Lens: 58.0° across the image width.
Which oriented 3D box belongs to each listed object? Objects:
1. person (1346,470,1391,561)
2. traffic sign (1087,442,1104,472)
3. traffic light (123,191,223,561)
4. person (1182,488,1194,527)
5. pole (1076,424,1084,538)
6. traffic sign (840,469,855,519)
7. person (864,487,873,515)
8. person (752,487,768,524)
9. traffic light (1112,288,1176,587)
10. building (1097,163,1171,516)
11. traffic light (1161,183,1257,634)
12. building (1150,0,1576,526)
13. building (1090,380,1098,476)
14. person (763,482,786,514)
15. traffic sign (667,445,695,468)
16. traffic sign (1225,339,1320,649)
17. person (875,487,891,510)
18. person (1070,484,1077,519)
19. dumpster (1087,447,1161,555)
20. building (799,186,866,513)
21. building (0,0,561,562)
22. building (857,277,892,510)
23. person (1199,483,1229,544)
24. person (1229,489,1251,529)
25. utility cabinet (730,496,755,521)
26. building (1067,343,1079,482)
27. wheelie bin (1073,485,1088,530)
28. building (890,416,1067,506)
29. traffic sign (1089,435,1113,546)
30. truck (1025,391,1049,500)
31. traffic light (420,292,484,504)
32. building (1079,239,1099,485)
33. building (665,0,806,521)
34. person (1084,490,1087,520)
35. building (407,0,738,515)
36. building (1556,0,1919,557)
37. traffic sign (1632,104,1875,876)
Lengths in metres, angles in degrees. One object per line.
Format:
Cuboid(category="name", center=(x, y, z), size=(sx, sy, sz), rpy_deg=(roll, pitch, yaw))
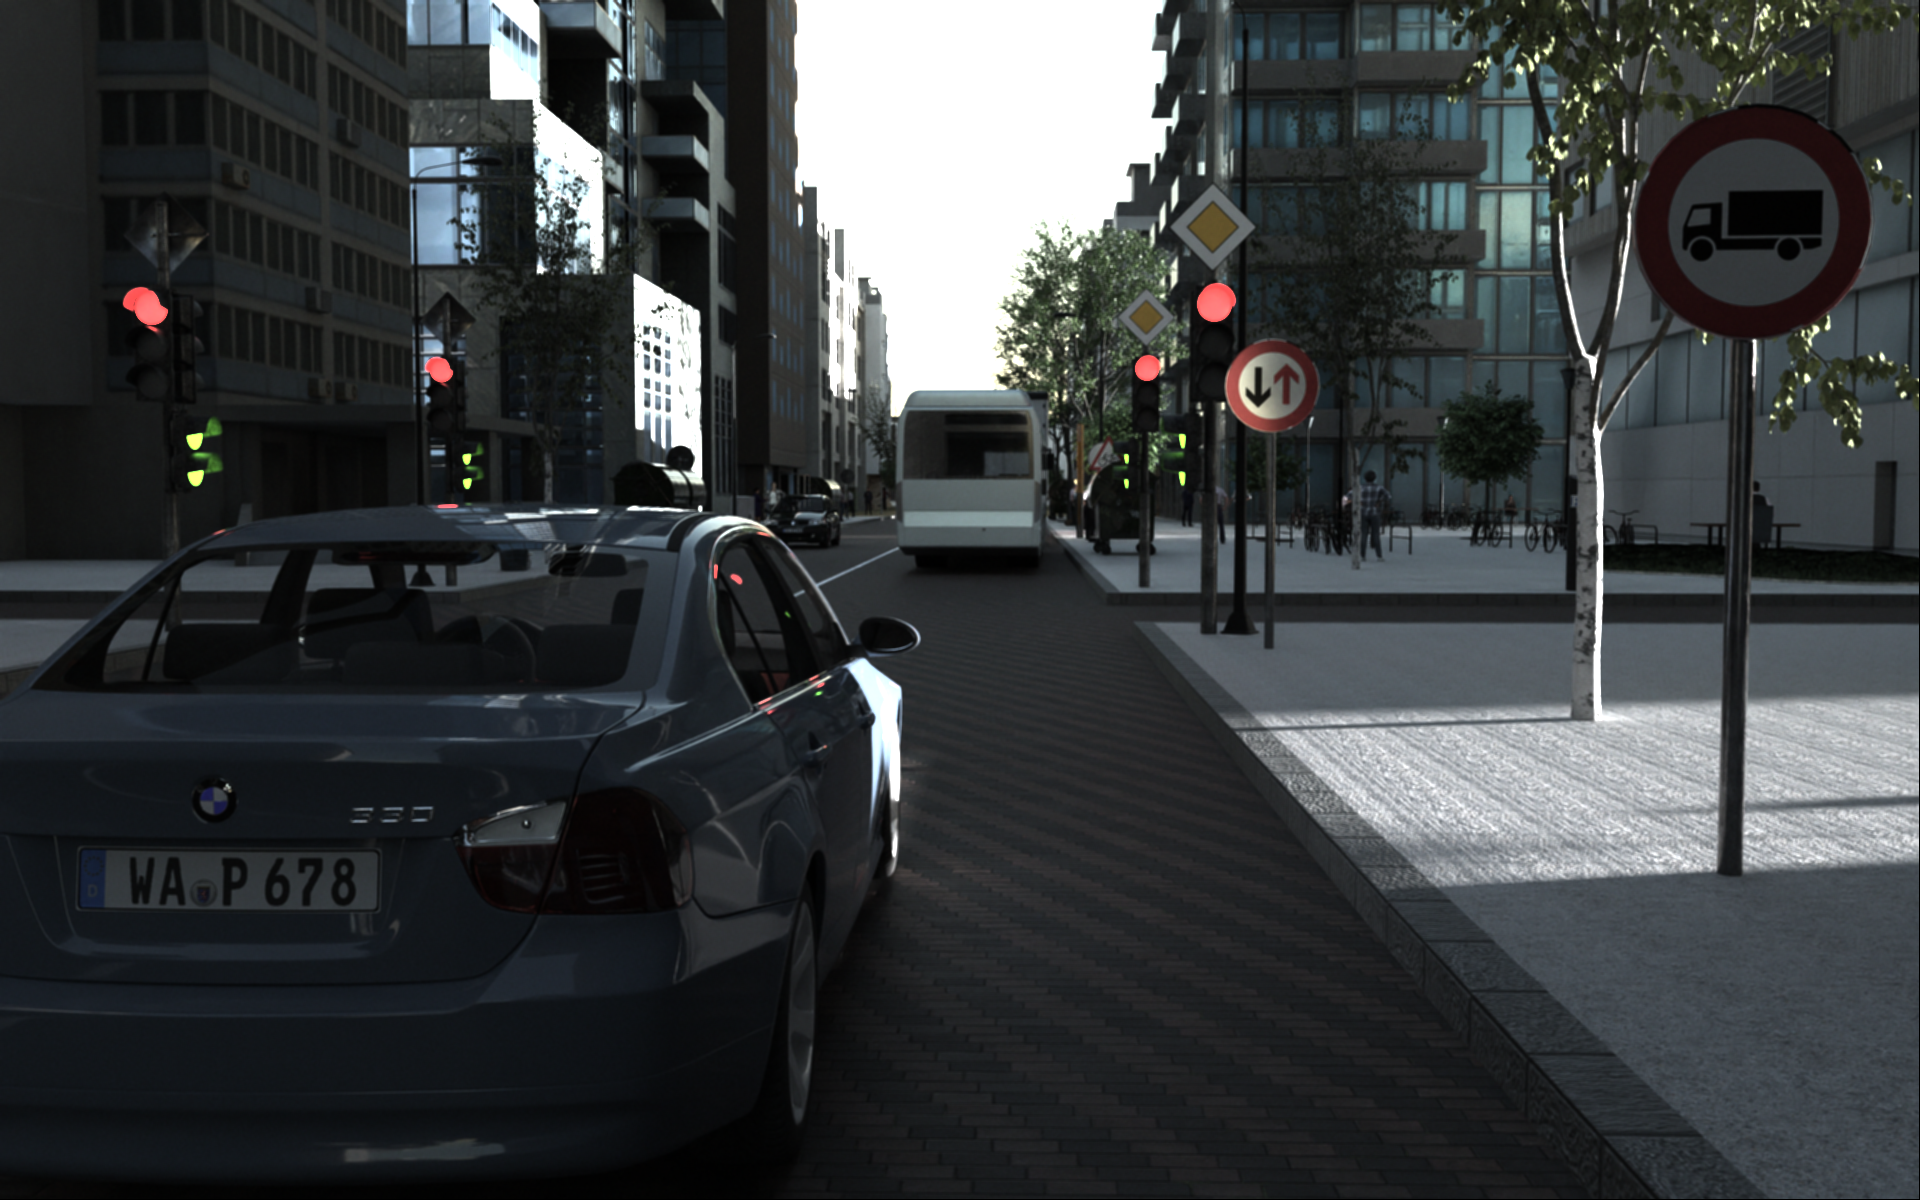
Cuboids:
Cuboid(category="person", center=(7.848, -1.616, 33.191), size=(0.841, 1.734, 0.376), rpy_deg=(2, 4, 23))
Cuboid(category="traffic sign", center=(3.518, -2.603, 42.672), size=(0.768, 2.556, 0.104), rpy_deg=(0, 4, 5))
Cuboid(category="traffic light", center=(-7.349, -1.663, 16.104), size=(0.839, 4.253, 0.868), rpy_deg=(0, 4, 2))
Cuboid(category="person", center=(9.056, -3.774, 68.454), size=(0.576, 1.737, 0.504), rpy_deg=(2, 4, 34))
Cuboid(category="pole", center=(3.506, -3.466, 50.512), size=(0.158, 3.312, 0.155), rpy_deg=(0, 3, 0))
Cuboid(category="traffic sign", center=(-5.687, -5.346, 87.510), size=(0.768, 2.556, 0.104), rpy_deg=(1, 4, 11))
Cuboid(category="person", center=(-5.662, -6.105, 106.773), size=(0.541, 1.710, 0.530), rpy_deg=(0, 4, -2))
Cuboid(category="person", center=(-7.499, -3.441, 64.679), size=(0.453, 1.535, 0.546), rpy_deg=(2, 4, 29))
Cuboid(category="traffic light", center=(2.526, -2.133, 23.790), size=(0.839, 4.253, 0.868), rpy_deg=(0, 4, 2))
Cuboid(category="building", center=(16.428, -15.182, 104.641), size=(16.016, 20.091, 11.380), rpy_deg=(0, 4, 2))
Cuboid(category="traffic light", center=(2.268, -1.645, 15.809), size=(0.839, 4.253, 0.868), rpy_deg=(0, 4, 2))
Cuboid(category="building", center=(20.849, -28.312, 82.506), size=(23.786, 49.044, 30.456), rpy_deg=(0, 4, 2))
Cuboid(category="building", center=(14.510, -11.167, 124.720), size=(9.099, 9.664, 28.070), rpy_deg=(0, 4, 2))
Cuboid(category="person", center=(-6.729, -3.420, 62.682), size=(0.841, 1.734, 0.376), rpy_deg=(1, 4, 10))
Cuboid(category="traffic sign", center=(-7.227, -2.731, 44.762), size=(0.768, 2.556, 0.104), rpy_deg=(1, 4, 11))
Cuboid(category="traffic sign", center=(2.567, -0.869, 14.307), size=(0.768, 2.556, 0.104), rpy_deg=(0, 4, 7))
Cuboid(category="person", center=(-6.008, -7.965, 136.240), size=(1.348, 1.831, 0.705), rpy_deg=(-2, 4, -24))
Cuboid(category="person", center=(4.827, -4.039, 73.017), size=(0.436, 1.711, 0.756), rpy_deg=(0, 4, 6))
Cuboid(category="dumpster", center=(3.498, -2.111, 37.011), size=(1.502, 2.255, 1.985), rpy_deg=(0, 4, 2))
Cuboid(category="building", center=(-16.003, -15.248, 115.766), size=(16.747, 18.905, 31.486), rpy_deg=(0, 4, 2))
Cuboid(category="building", center=(-26.487, -21.187, 38.287), size=(32.217, 40.220, 23.993), rpy_deg=(0, 4, 2))
Cuboid(category="building", center=(-14.273, -17.893, 148.962), size=(16.016, 20.091, 11.380), rpy_deg=(0, 4, 2))
Cuboid(category="person", center=(6.567, -2.310, 44.750), size=(0.756, 1.711, 0.436), rpy_deg=(1, 4, 9))
Cuboid(category="person", center=(10.176, -3.480, 63.094), size=(0.875, 1.805, 0.789), rpy_deg=(2, 4, 30))
Cuboid(category="utility cabinet", center=(-6.758, -2.614, 53.903), size=(0.306, 1.237, 1.020), rpy_deg=(2, 4, 25))
Cuboid(category="building", center=(17.754, -20.555, 192.494), size=(11.380, 20.091, 16.016), rpy_deg=(0, 4, 2))
Cuboid(category="wheelie bin", center=(4.480, -3.329, 62.331), size=(0.980, 1.594, 0.693), rpy_deg=(-3, 5, -42))
Cuboid(category="building", center=(-2.141, -15.229, 191.136), size=(28.070, 9.664, 9.099), rpy_deg=(0, 4, 2))
Cuboid(category="traffic sign", center=(3.299, -2.351, 38.437), size=(0.884, 2.594, 0.081), rpy_deg=(0, 4, 7))
Cuboid(category="truck", center=(1.229, -3.912, 52.869), size=(2.839, 4.237, 11.283), rpy_deg=(0, 4, 0))
Cuboid(category="traffic light", center=(-7.091, -2.151, 24.084), size=(0.839, 4.253, 0.868), rpy_deg=(0, 4, 2))
Cuboid(category="building", center=(24.514, -19.004, 154.686), size=(27.936, 21.610, 32.646), rpy_deg=(0, 4, 2))
Cuboid(category="building", center=(-15.655, -26.778, 87.930), size=(14.600, 45.320, 14.200), rpy_deg=(0, 4, 2))
Cuboid(category="person", center=(3.903, -2.698, 52.373), size=(0.614, 1.554, 0.590), rpy_deg=(-3, 5, -39))
Cuboid(category="building", center=(-20.165, -45.968, 64.249), size=(22.319, 86.520, 31.000), rpy_deg=(0, 4, 2))
Cuboid(category="building", center=(30.943, -27.504, 38.921), size=(27.495, 52.752, 28.713), rpy_deg=(0, 4, 2))
Cuboid(category="traffic sign", center=(2.601, -0.347, 5.774), size=(0.768, 2.556, 0.104), rpy_deg=(0, 4, 4))
